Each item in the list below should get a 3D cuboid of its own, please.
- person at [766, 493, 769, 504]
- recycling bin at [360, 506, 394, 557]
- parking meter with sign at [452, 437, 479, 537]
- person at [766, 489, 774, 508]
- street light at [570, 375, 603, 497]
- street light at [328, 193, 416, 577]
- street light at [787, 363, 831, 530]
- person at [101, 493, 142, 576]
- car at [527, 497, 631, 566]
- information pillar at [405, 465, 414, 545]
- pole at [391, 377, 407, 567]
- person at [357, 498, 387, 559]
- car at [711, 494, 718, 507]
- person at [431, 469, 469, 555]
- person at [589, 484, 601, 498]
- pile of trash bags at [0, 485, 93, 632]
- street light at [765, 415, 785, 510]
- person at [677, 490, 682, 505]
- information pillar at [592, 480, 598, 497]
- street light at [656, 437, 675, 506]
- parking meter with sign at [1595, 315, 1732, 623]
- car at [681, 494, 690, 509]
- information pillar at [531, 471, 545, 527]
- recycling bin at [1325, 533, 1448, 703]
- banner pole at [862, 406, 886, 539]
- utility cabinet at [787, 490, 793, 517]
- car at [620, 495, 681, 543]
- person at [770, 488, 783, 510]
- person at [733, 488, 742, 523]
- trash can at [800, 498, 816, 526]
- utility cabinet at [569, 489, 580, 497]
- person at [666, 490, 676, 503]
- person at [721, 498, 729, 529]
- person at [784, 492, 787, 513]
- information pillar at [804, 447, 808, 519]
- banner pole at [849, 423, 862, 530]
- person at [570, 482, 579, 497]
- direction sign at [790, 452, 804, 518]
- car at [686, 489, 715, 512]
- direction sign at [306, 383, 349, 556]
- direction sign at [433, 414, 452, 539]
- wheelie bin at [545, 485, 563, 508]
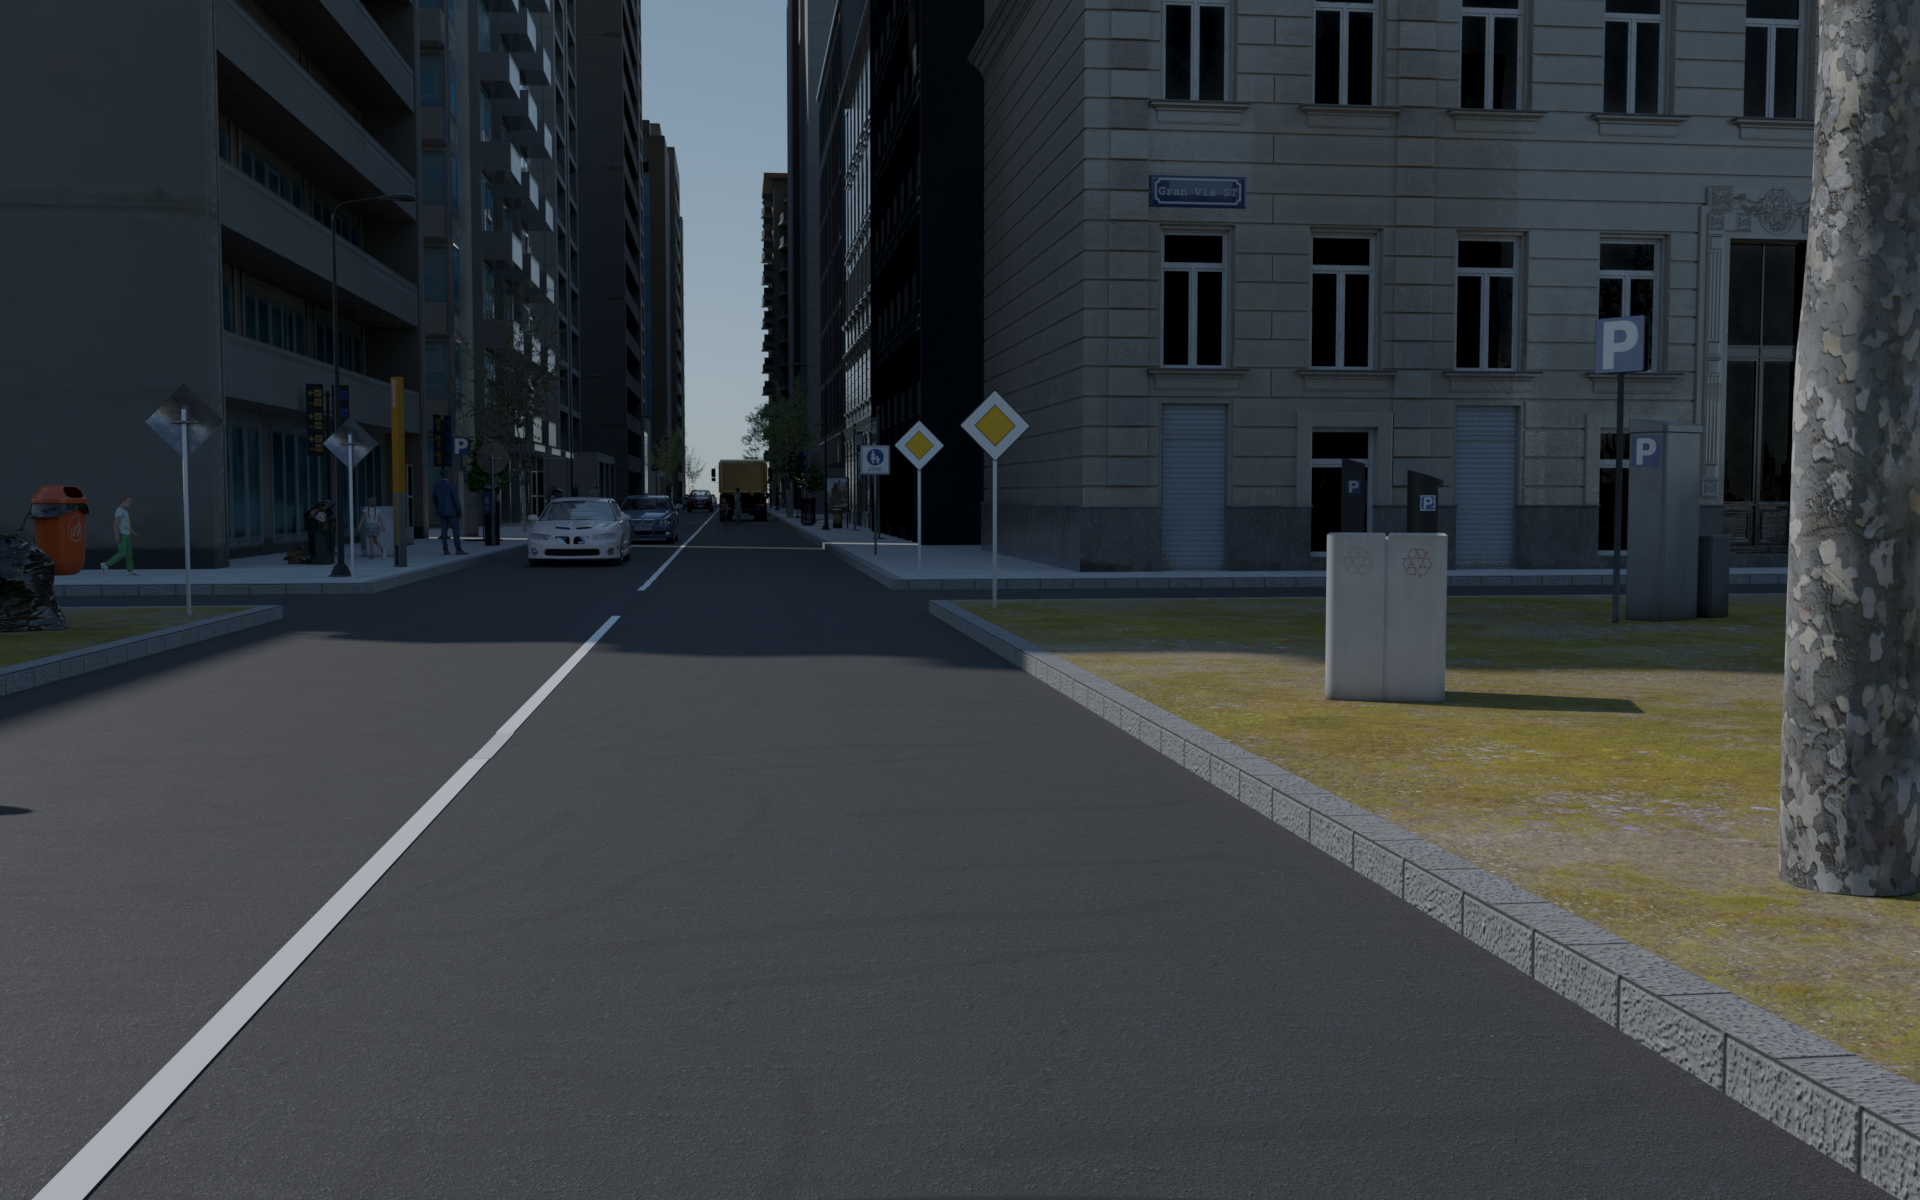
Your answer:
[{"bbox_3d":[-24.222,-12.868,216.957,0.617,1.759,0.750,1,4,12],"label":"person"},{"bbox_3d":[-11.892,-1.408,35.578,0.722,1.027,0.722,-2,4,-27],"label":"recycling bin"},{"bbox_3d":[-14.951,-3.441,52.517,0.543,3.016,1.738,-2,4,-27],"label":"parking meter with sign"},{"bbox_3d":[-17.342,-9.255,158.049,0.721,1.739,1.217,2,4,31],"label":"person"},{"bbox_3d":[-14.614,-5.812,67.575,1.470,5.913,1.316,0,4,-7],"label":"street light"},{"bbox_3d":[-9.093,-3.320,26.830,1.470,5.913,1.316,0,4,-7],"label":"street light"},{"bbox_3d":[-5.337,-5.456,61.747,1.470,5.913,1.316,0,4,-7],"label":"street light"},{"bbox_3d":[-13.169,-1.032,27.166,0.590,1.304,0.306,-2,4,-31],"label":"person"},{"bbox_3d":[-7.875,-1.450,36.074,2.083,1.381,4.827,0,4,-8],"label":"car"},{"bbox_3d":[-13.955,-2.389,43.551,0.304,2.012,0.304,0,4,8],"label":"information pillar"},{"bbox_3d":[-9.817,-2.230,30.296,0.158,3.312,0.155,0,3,0],"label":"pole"},{"bbox_3d":[-11.551,-1.403,33.997,0.505,1.210,0.382,-3,5,-40],"label":"person"},{"bbox_3d":[-28.053,-11.111,193.675,2.014,1.417,4.499,0,4,-6],"label":"car"},{"bbox_3d":[-10.783,-1.854,36.540,0.721,1.800,0.419,1,4,9],"label":"person"},{"bbox_3d":[-18.155,-4.880,86.321,0.515,1.767,0.782,3,4,37],"label":"person"},{"bbox_3d":[-9.366,-0.404,16.358,1.912,1.369,3.447,0,4,5],"label":"pile of trash bags"},{"bbox_3d":[-10.561,-7.908,101.835,1.470,5.913,1.316,0,4,-7],"label":"street light"},{"bbox_3d":[-32.785,-11.980,202.733,0.721,1.723,1.217,1,4,18],"label":"person"},{"bbox_3d":[-18.725,-5.168,88.983,0.304,2.012,0.304,-1,4,-12],"label":"information pillar"},{"bbox_3d":[-24.381,-10.371,142.098,1.470,5.913,1.316,0,4,-7],"label":"street light"},{"bbox_3d":[7.191,-1.305,17.604,1.738,3.016,0.543,-2,4,-35],"label":"parking meter with sign"},{"bbox_3d":[-25.405,-9.291,163.906,2.014,1.417,4.499,-1,4,-9],"label":"car"},{"bbox_3d":[-13.503,-3.117,55.454,0.304,2.012,0.304,3,5,42],"label":"information pillar"},{"bbox_3d":[2.705,0.095,11.002,0.722,1.027,0.722,1,4,14],"label":"recycling bin"},{"bbox_3d":[-2.405,-3.651,49.713,0.401,3.779,0.863,-1,4,-22],"label":"banner pole"},{"bbox_3d":[-9.434,-5.350,96.154,0.318,1.500,1.173,-1,4,-9],"label":"utility cabinet"},{"bbox_3d":[-9.346,-2.432,51.760,2.014,1.417,4.499,0,4,-7],"label":"car"},{"bbox_3d":[-14.896,-8.260,141.171,1.350,1.814,0.705,-3,5,-42],"label":"person"},{"bbox_3d":[-11.098,-4.702,85.943,0.524,1.755,0.480,1,4,18],"label":"person"},{"bbox_3d":[-6.206,-3.618,70.801,0.748,1.137,0.748,0,3,0],"label":"trash can"},{"bbox_3d":[-17.994,-4.416,80.872,0.318,1.500,1.173,0,4,-3],"label":"utility cabinet"},{"bbox_3d":[-31.808,-11.217,190.166,1.217,1.735,0.721,-1,4,-18],"label":"person"},{"bbox_3d":[-9.705,-3.557,71.331,0.373,1.253,0.362,-3,5,-39],"label":"person"},{"bbox_3d":[-12.113,-6.788,120.253,0.599,1.433,0.991,0,4,-1],"label":"person"},{"bbox_3d":[-7.733,-5.830,86.669,0.183,3.616,0.504,0,4,3],"label":"information pillar"},{"bbox_3d":[-3.601,-4.340,60.970,0.401,3.779,0.863,-2,4,-31],"label":"banner pole"},{"bbox_3d":[-17.067,-4.240,75.578,0.699,1.804,1.509,3,5,41],"label":"person"},{"bbox_3d":[-8.699,-6.166,92.815,0.876,3.537,0.379,1,4,10],"label":"direction sign"},{"bbox_3d":[-20.773,-7.947,138.598,2.281,1.827,5.304,0,4,-7],"label":"car"},{"bbox_3d":[-13.028,-2.677,35.773,0.876,3.537,0.379,-3,5,-39],"label":"direction sign"},{"bbox_3d":[-14.776,-3.518,49.520,0.379,3.537,0.876,1,4,16],"label":"direction sign"},{"bbox_3d":[-14.783,-3.370,63.013,0.693,1.594,0.980,-2,4,-29],"label":"wheelie bin"}]
